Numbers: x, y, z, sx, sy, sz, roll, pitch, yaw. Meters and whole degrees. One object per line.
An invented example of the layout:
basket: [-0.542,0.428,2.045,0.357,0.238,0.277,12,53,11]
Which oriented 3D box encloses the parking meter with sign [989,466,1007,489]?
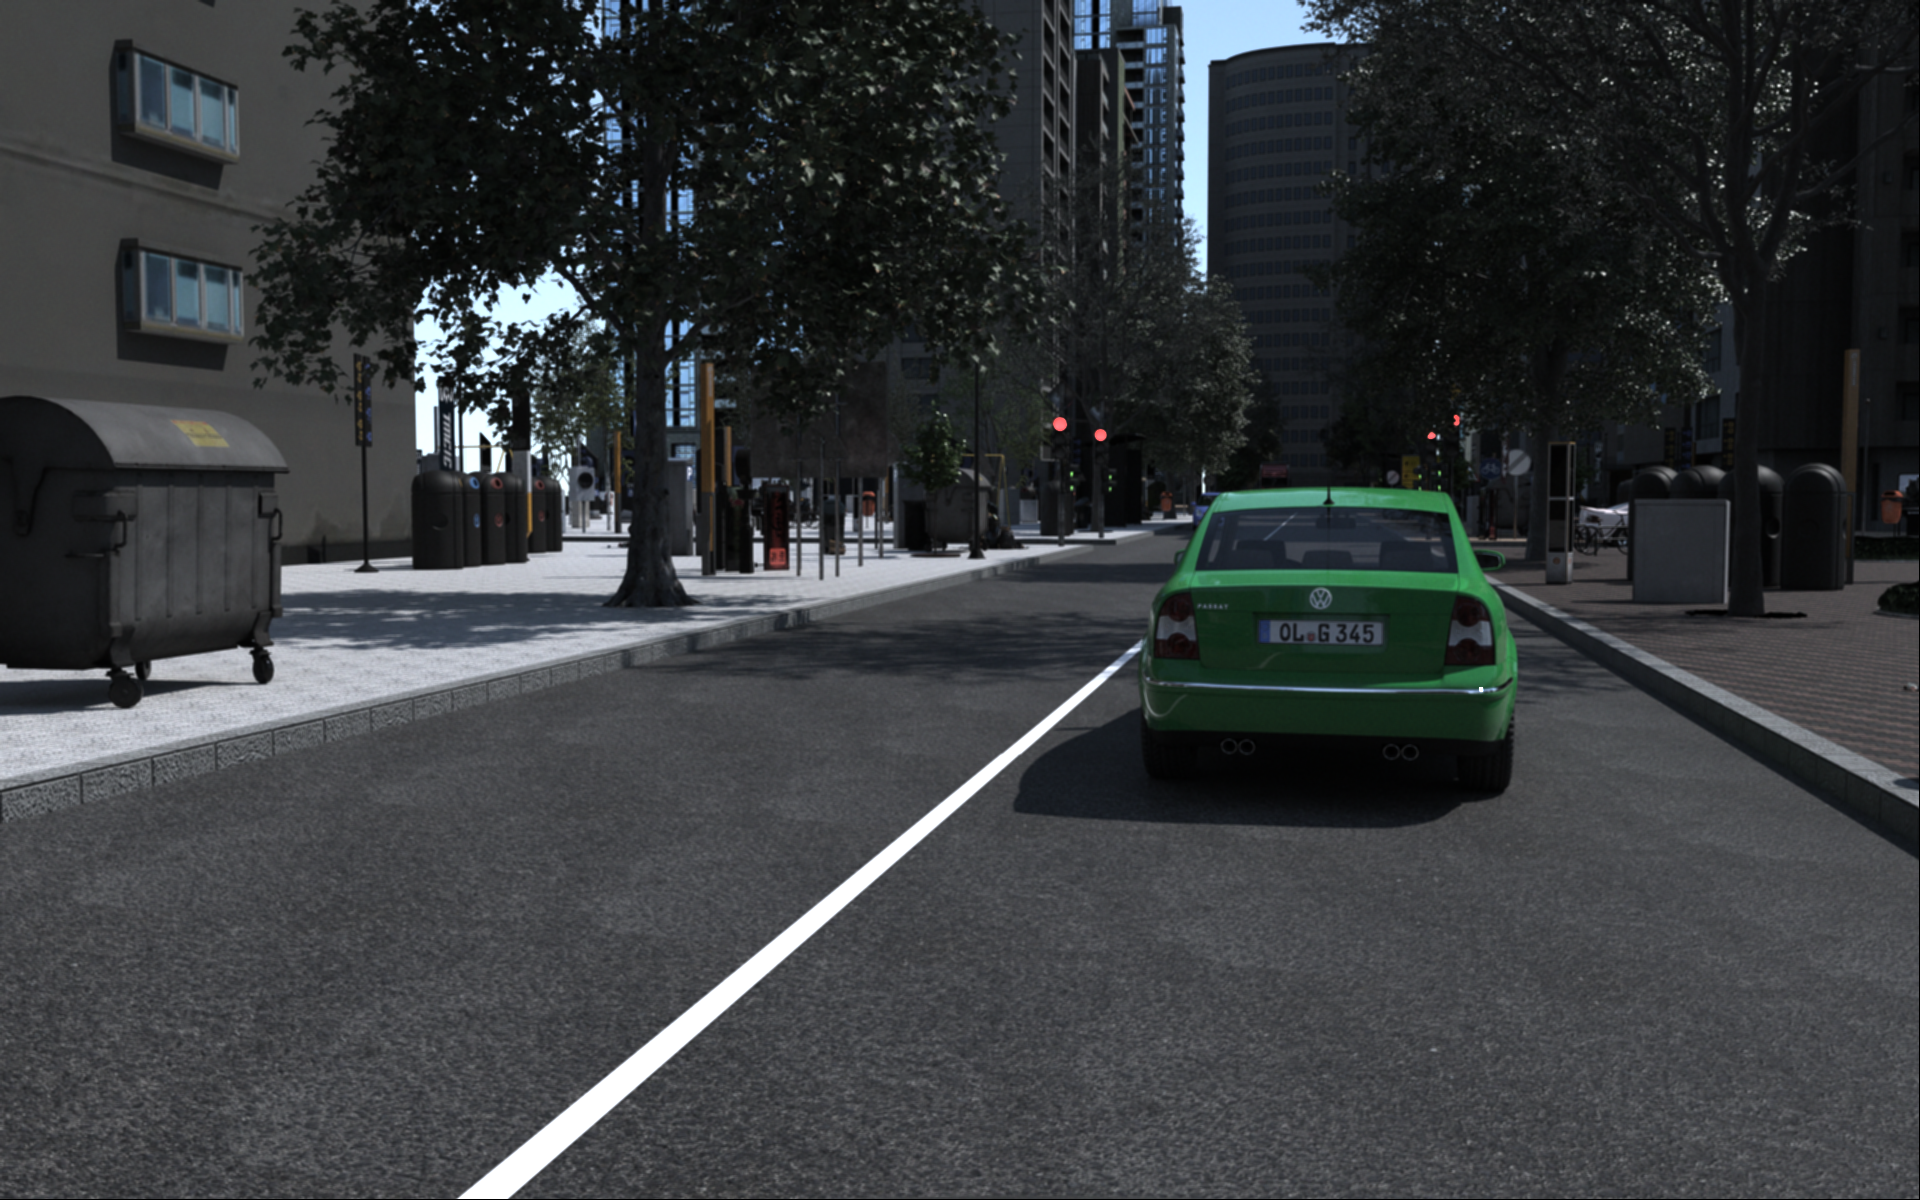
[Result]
parking meter with sign: [2.077,-6.906,109.170,1.738,3.016,0.543,-1,4,-15]

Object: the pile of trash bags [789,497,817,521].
pile of trash bags: [-8.508,-4.476,82.942,3.447,1.369,1.912,0,4,2]

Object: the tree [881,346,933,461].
tree: [-3.098,-8.243,85.131,4.360,8.622,3.978,0,3,0]

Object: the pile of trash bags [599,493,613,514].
pile of trash bags: [-23.045,-6.165,110.544,1.912,1.369,3.447,1,4,14]

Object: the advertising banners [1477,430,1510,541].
advertising banners: [14.780,-3.168,47.987,0.090,3.025,2.074,0,4,-5]

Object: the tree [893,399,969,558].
tree: [-0.640,-2.496,35.407,1.663,3.219,1.824,0,3,0]

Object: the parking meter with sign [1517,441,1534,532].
parking meter with sign: [18.791,-3.710,56.917,0.543,3.016,1.738,0,4,-2]

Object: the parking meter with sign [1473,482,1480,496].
parking meter with sign: [28.830,-6.154,96.886,1.738,3.016,0.543,-1,4,-20]

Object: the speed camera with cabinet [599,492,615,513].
speed camera with cabinet: [-23.898,-7.357,114.624,2.038,3.252,0.660,1,4,17]

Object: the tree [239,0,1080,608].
tree: [-3.444,-6.274,19.590,9.611,12.733,9.660,0,3,0]

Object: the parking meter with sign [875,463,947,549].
parking meter with sign: [-1.172,-2.707,40.526,1.738,3.016,0.543,-1,4,-20]

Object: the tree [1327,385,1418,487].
tree: [31.850,-11.984,130.359,7.601,10.594,8.767,1,4,14]

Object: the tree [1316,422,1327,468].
tree: [37.573,-13.827,160.485,8.767,10.594,7.601,-1,4,-13]

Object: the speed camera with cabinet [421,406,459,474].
speed camera with cabinet: [-11.058,-2.736,39.065,2.038,3.252,0.660,0,4,7]

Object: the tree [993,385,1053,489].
tree: [4.453,-9.945,112.963,4.737,8.622,4.395,0,3,0]

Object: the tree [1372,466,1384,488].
tree: [26.360,-6.942,108.110,1.663,3.219,1.824,0,3,0]

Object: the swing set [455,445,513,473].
swing set: [-15.894,-3.588,56.289,3.119,2.851,2.862,2,4,26]

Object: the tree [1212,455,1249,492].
tree: [21.542,-9.418,137.697,4.285,4.588,4.351,0,3,0]

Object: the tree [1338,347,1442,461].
tree: [29.112,-11.659,116.380,9.928,11.665,9.643,0,3,0]

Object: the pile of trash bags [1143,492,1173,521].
pile of trash bags: [8.665,-4.540,83.977,3.447,1.369,1.912,-1,4,-15]

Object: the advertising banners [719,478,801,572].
advertising banners: [-3.111,-2.009,29.037,2.074,3.025,0.090,-3,4,-38]

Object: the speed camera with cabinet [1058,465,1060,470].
speed camera with cabinet: [6.289,-7.536,117.551,0.660,3.252,2.038,-1,4,-19]

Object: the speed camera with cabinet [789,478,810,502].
speed camera with cabinet: [-9.154,-6.111,94.248,2.038,3.252,0.660,1,4,15]

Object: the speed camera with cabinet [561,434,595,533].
speed camera with cabinet: [-12.995,-3.812,56.655,2.038,3.252,0.660,-3,5,-40]

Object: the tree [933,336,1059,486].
tree: [2.059,-10.820,102.661,9.928,11.665,9.643,0,3,0]

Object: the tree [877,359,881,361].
tree: [-6.256,-7.536,73.571,4.360,8.622,3.978,0,3,0]

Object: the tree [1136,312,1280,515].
tree: [13.972,-11.445,105.254,7.486,12.596,7.792,0,3,0]

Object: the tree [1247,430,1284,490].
tree: [31.451,-15.482,187.540,8.767,10.594,7.601,3,4,36]

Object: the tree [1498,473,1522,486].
tree: [25.289,-5.170,79.132,1.663,3.219,1.824,0,3,0]

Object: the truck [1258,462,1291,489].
truck: [27.841,-10.071,153.574,2.839,4.237,11.283,1,4,10]

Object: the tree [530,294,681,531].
tree: [-12.082,-6.737,60.512,4.737,8.622,4.395,0,3,0]

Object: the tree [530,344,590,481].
tree: [-18.445,-7.844,78.619,4.360,8.622,3.978,0,3,0]

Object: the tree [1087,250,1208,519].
tree: [10.788,-11.160,89.114,9.857,13.997,8.962,0,3,0]

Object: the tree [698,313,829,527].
tree: [-6.857,-6.583,57.987,4.360,8.622,3.978,0,3,0]

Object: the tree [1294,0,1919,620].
tree: [8.242,-6.580,17.953,12.009,13.543,11.850,0,3,0]

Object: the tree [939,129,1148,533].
tree: [4.647,-9.021,57.864,12.009,13.543,11.850,0,3,0]

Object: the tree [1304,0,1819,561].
tree: [11.164,-7.731,33.054,9.857,13.997,8.962,0,3,0]

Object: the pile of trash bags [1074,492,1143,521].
pile of trash bags: [6.514,-4.343,80.760,3.447,1.369,1.912,1,4,19]

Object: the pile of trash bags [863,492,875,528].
pile of trash bags: [-2.078,-3.396,65.284,3.447,1.369,1.912,0,4,6]

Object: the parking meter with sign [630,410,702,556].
parking meter with sign: [-5.944,-2.436,36.093,1.738,3.016,0.543,1,4,13]

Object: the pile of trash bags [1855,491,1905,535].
pile of trash bags: [25.635,-2.485,50.386,1.912,1.369,3.447,-3,4,-39]

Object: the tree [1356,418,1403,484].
tree: [34.740,-11.785,143.039,4.360,8.622,3.978,0,3,0]

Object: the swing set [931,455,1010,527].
swing set: [0.188,-4.345,68.665,3.119,2.851,2.862,-1,4,-10]

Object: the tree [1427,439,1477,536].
tree: [14.904,-3.567,52.916,1.663,3.219,1.824,0,3,0]

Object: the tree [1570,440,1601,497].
tree: [21.355,-4.031,60.501,1.663,3.219,1.824,0,3,0]

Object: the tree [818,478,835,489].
tree: [-7.223,-9.036,98.093,4.737,8.622,4.395,0,3,0]
